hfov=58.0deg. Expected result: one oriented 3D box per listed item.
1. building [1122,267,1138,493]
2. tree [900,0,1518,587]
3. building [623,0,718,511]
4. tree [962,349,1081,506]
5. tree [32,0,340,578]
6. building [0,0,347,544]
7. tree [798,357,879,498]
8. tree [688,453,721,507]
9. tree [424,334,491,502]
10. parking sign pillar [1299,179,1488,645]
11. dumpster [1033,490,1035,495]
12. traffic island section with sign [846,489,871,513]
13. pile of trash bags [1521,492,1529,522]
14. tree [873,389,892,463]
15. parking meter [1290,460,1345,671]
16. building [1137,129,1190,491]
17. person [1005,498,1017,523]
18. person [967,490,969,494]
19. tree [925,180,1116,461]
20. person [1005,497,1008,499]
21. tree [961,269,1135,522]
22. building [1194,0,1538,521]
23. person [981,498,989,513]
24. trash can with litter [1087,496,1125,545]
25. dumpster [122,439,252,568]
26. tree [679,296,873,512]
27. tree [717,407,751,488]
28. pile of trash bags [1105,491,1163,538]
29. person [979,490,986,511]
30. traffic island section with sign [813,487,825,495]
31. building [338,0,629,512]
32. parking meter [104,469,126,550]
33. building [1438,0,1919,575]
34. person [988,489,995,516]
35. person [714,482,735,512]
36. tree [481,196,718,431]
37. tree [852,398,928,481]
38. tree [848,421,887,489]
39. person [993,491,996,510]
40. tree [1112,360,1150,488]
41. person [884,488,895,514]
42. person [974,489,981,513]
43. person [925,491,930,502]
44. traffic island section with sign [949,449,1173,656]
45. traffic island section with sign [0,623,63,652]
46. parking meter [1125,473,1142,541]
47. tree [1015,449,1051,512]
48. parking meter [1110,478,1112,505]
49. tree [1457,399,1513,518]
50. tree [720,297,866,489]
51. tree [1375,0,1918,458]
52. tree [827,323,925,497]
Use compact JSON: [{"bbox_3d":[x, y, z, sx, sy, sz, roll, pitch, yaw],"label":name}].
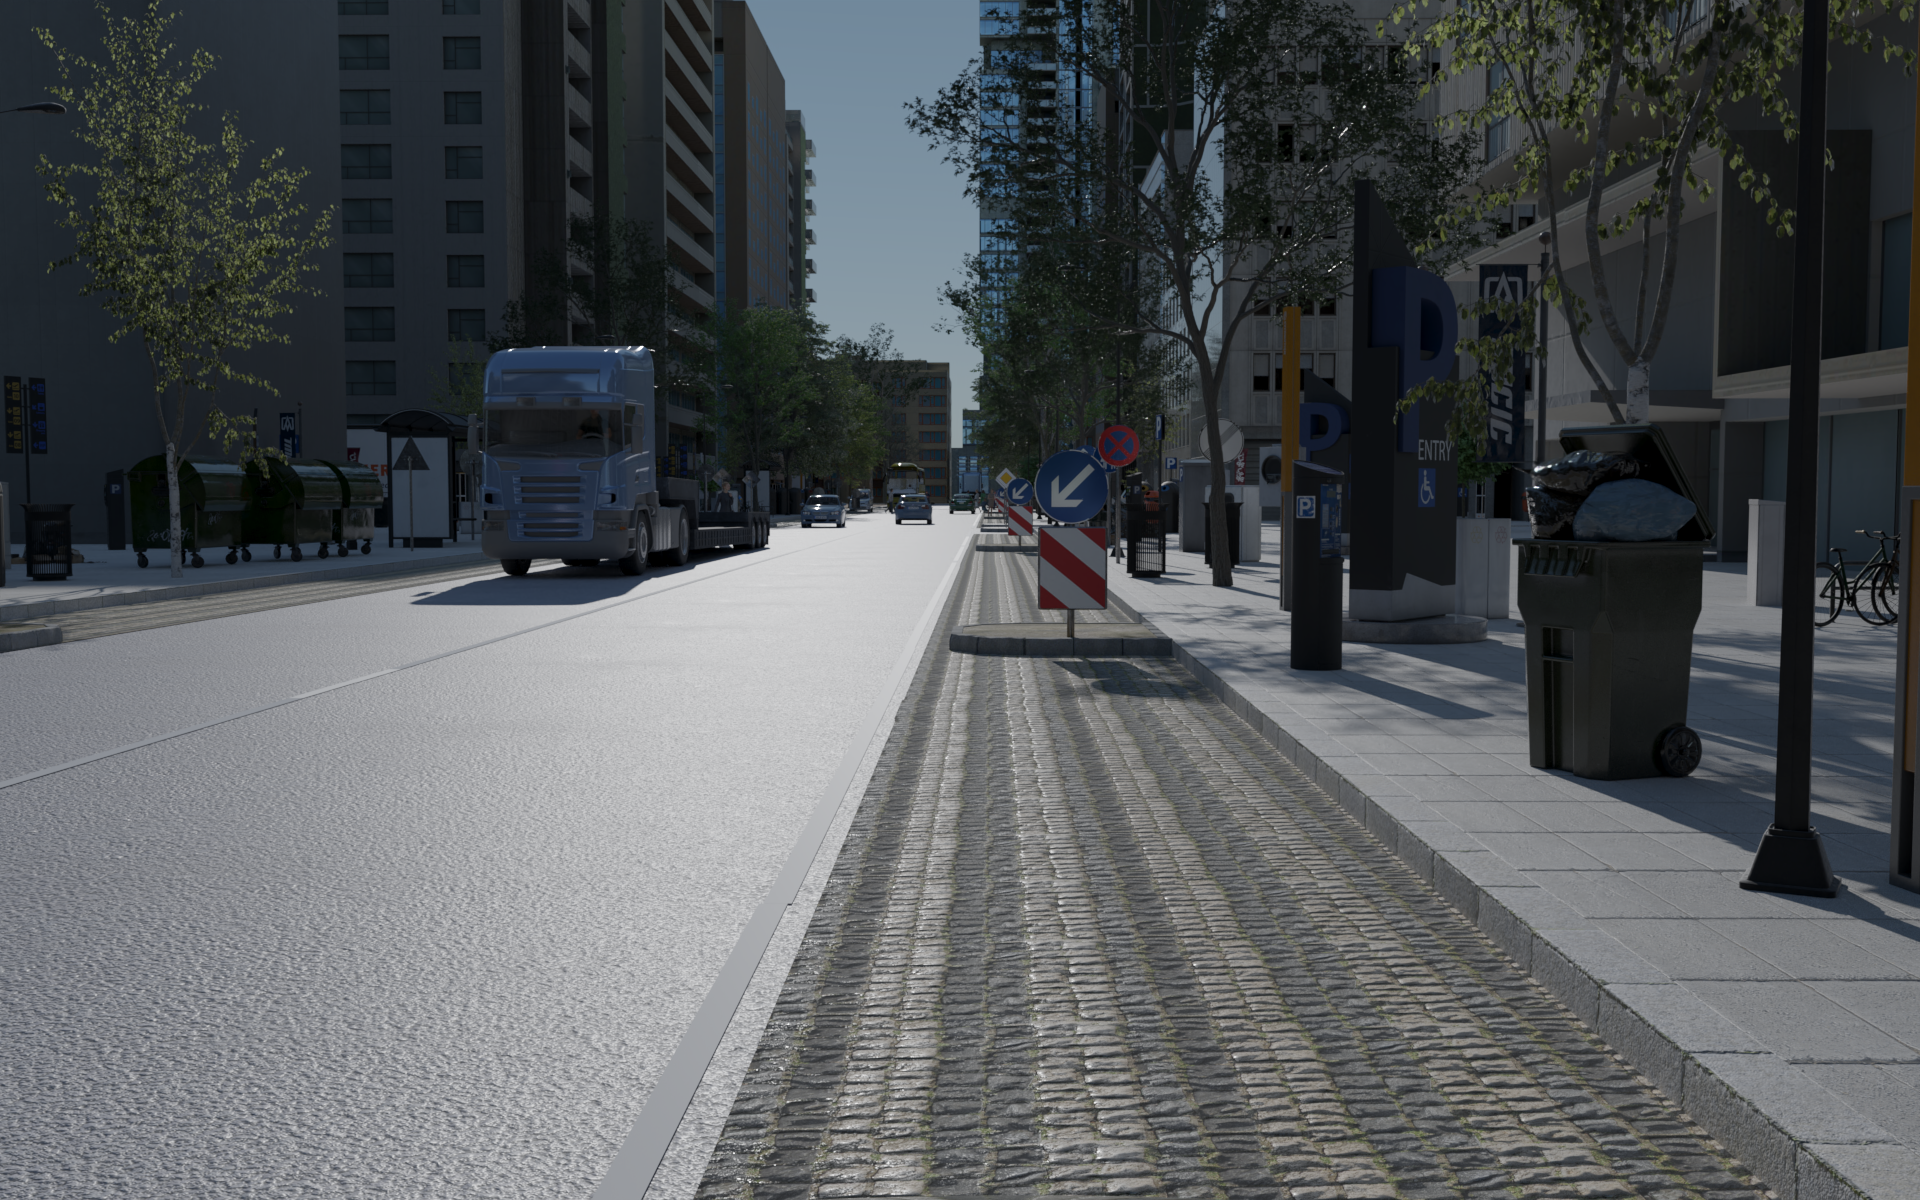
[{"bbox_3d":[19.951,-19.013,140.540,12.332,23.373,15.834,0,4,1],"label":"building"},{"bbox_3d":[3.610,-5.488,24.135,8.767,10.594,7.601,-1,4,-11],"label":"tree"},{"bbox_3d":[-29.436,-30.441,121.407,21.300,48.544,21.600,0,4,1],"label":"building"},{"bbox_3d":[5.034,-14.122,137.556,9.857,13.997,8.962,0,3,0],"label":"tree"},{"bbox_3d":[-11.861,-4.637,26.183,4.360,8.622,3.978,0,3,0],"label":"tree"},{"bbox_3d":[-31.988,-15.725,50.614,24.014,27.812,14.314,0,4,1],"label":"building"},{"bbox_3d":[-10.575,-13.816,144.016,7.486,12.596,7.792,0,3,0],"label":"tree"},{"bbox_3d":[-11.776,-5.320,81.578,1.663,3.219,1.824,0,3,0],"label":"tree"},{"bbox_3d":[-22.115,-7.848,78.684,4.737,8.622,4.395,0,3,0],"label":"tree"},{"bbox_3d":[3.957,-1.644,15.353,1.447,3.967,1.447,3,5,40],"label":"parking sign pillar"},{"bbox_3d":[6.086,-8.565,145.798,1.264,1.857,1.865,0,4,1],"label":"dumpster"},{"bbox_3d":[-7.648,-7.312,128.172,1.989,1.847,2.006,0,4,1],"label":"traffic island section with sign"},{"bbox_3d":[27.566,-4.273,79.614,3.447,1.369,1.912,1,4,10],"label":"pile of trash bags"},{"bbox_3d":[-10.060,-14.151,157.128,9.928,11.665,9.643,0,3,0],"label":"tree"},{"bbox_3d":[2.620,-0.262,12.699,0.372,1.533,0.369,0,3,0],"label":"parking meter"},{"bbox_3d":[19.420,-18.623,122.500,12.078,24.808,19.932,0,4,1],"label":"building"},{"bbox_3d":[2.545,-4.609,84.205,0.721,1.781,0.623,-3,5,-42],"label":"person"},{"bbox_3d":[0.852,-10.201,175.271,0.705,1.826,1.348,-2,4,-30],"label":"person"},{"bbox_3d":[4.515,-15.347,106.813,12.611,20.169,13.585,0,3,0],"label":"tree"},{"bbox_3d":[3.409,-7.442,130.448,0.793,1.790,0.793,0,4,-3],"label":"person"},{"bbox_3d":[4.214,-9.440,80.104,9.928,11.665,9.643,0,3,0],"label":"tree"},{"bbox_3d":[22.304,-16.431,86.675,19.932,24.808,12.078,0,4,1],"label":"building"},{"bbox_3d":[1.849,-7.170,131.222,1.012,1.151,0.738,2,4,34],"label":"person"},{"bbox_3d":[3.531,-1.954,43.337,0.624,1.170,1.055,2,4,34],"label":"trash can with litter"},{"bbox_3d":[-13.676,-1.724,30.679,1.502,2.255,1.985,0,4,1],"label":"dumpster"},{"bbox_3d":[-10.813,-10.107,91.005,9.928,11.665,9.643,0,3,0],"label":"tree"},{"bbox_3d":[-18.660,-11.670,141.173,4.737,8.622,4.395,0,3,0],"label":"tree"},{"bbox_3d":[5.127,-2.505,50.702,1.912,1.369,3.447,-1,4,-16],"label":"pile of trash bags"},{"bbox_3d":[1.926,-8.227,143.259,0.600,1.795,0.529,-2,4,-31],"label":"person"},{"bbox_3d":[-8.132,-5.602,100.214,1.989,1.847,2.006,0,4,1],"label":"traffic island section with sign"},{"bbox_3d":[-25.296,-19.350,88.075,14.160,30.474,14.107,0,4,1],"label":"building"},{"bbox_3d":[-19.360,-2.077,39.665,0.399,1.863,0.255,-2,4,-34],"label":"parking meter"},{"bbox_3d":[25.338,-26.950,29.872,28.713,52.752,27.495,0,4,1],"label":"building"},{"bbox_3d":[1.995,-6.212,110.404,0.599,1.781,0.374,-2,4,-30],"label":"person"},{"bbox_3d":[-6.658,-2.441,48.837,0.534,1.772,0.576,2,4,27],"label":"person"},{"bbox_3d":[-11.560,-7.395,55.315,8.767,10.594,7.601,1,4,14],"label":"tree"},{"bbox_3d":[-9.130,-18.896,219.319,12.009,13.543,11.850,0,3,0],"label":"tree"},{"bbox_3d":[-9.220,-13.280,167.486,4.360,8.622,3.978,0,3,0],"label":"tree"},{"bbox_3d":[3.119,-9.001,156.602,0.436,1.711,0.756,0,4,7],"label":"person"},{"bbox_3d":[9.542,-8.437,88.308,4.360,8.622,3.978,0,3,0],"label":"tree"},{"bbox_3d":[-5.062,-7.115,124.676,0.795,1.843,0.661,0,4,4],"label":"person"},{"bbox_3d":[1.297,-7.398,129.813,0.624,1.780,0.694,2,4,28],"label":"person"},{"bbox_3d":[-3.379,-10.553,181.496,0.683,1.767,0.568,0,4,-3],"label":"person"},{"bbox_3d":[0.903,-0.463,16.202,1.989,1.847,2.006,0,4,1],"label":"traffic island section with sign"},{"bbox_3d":[-9.627,-0.461,16.162,1.989,1.847,2.006,0,4,1],"label":"traffic island section with sign"},{"bbox_3d":[4.708,-2.521,46.934,0.399,1.863,0.255,-2,4,-29],"label":"parking meter"},{"bbox_3d":[5.623,-8.662,125.342,4.285,4.588,4.351,0,3,0],"label":"tree"},{"bbox_3d":[5.209,-3.425,61.710,0.399,1.863,0.255,0,4,5],"label":"parking meter"},{"bbox_3d":[17.267,-4.630,59.421,4.285,4.588,4.351,0,3,0],"label":"tree"},{"bbox_3d":[-10.994,-12.560,112.007,9.857,13.997,8.962,0,3,0],"label":"tree"},{"bbox_3d":[3.990,-3.647,9.986,4.360,8.622,3.978,0,3,0],"label":"tree"},{"bbox_3d":[-8.552,-20.374,188.997,12.611,20.169,13.585,0,3,0],"label":"tree"}]
